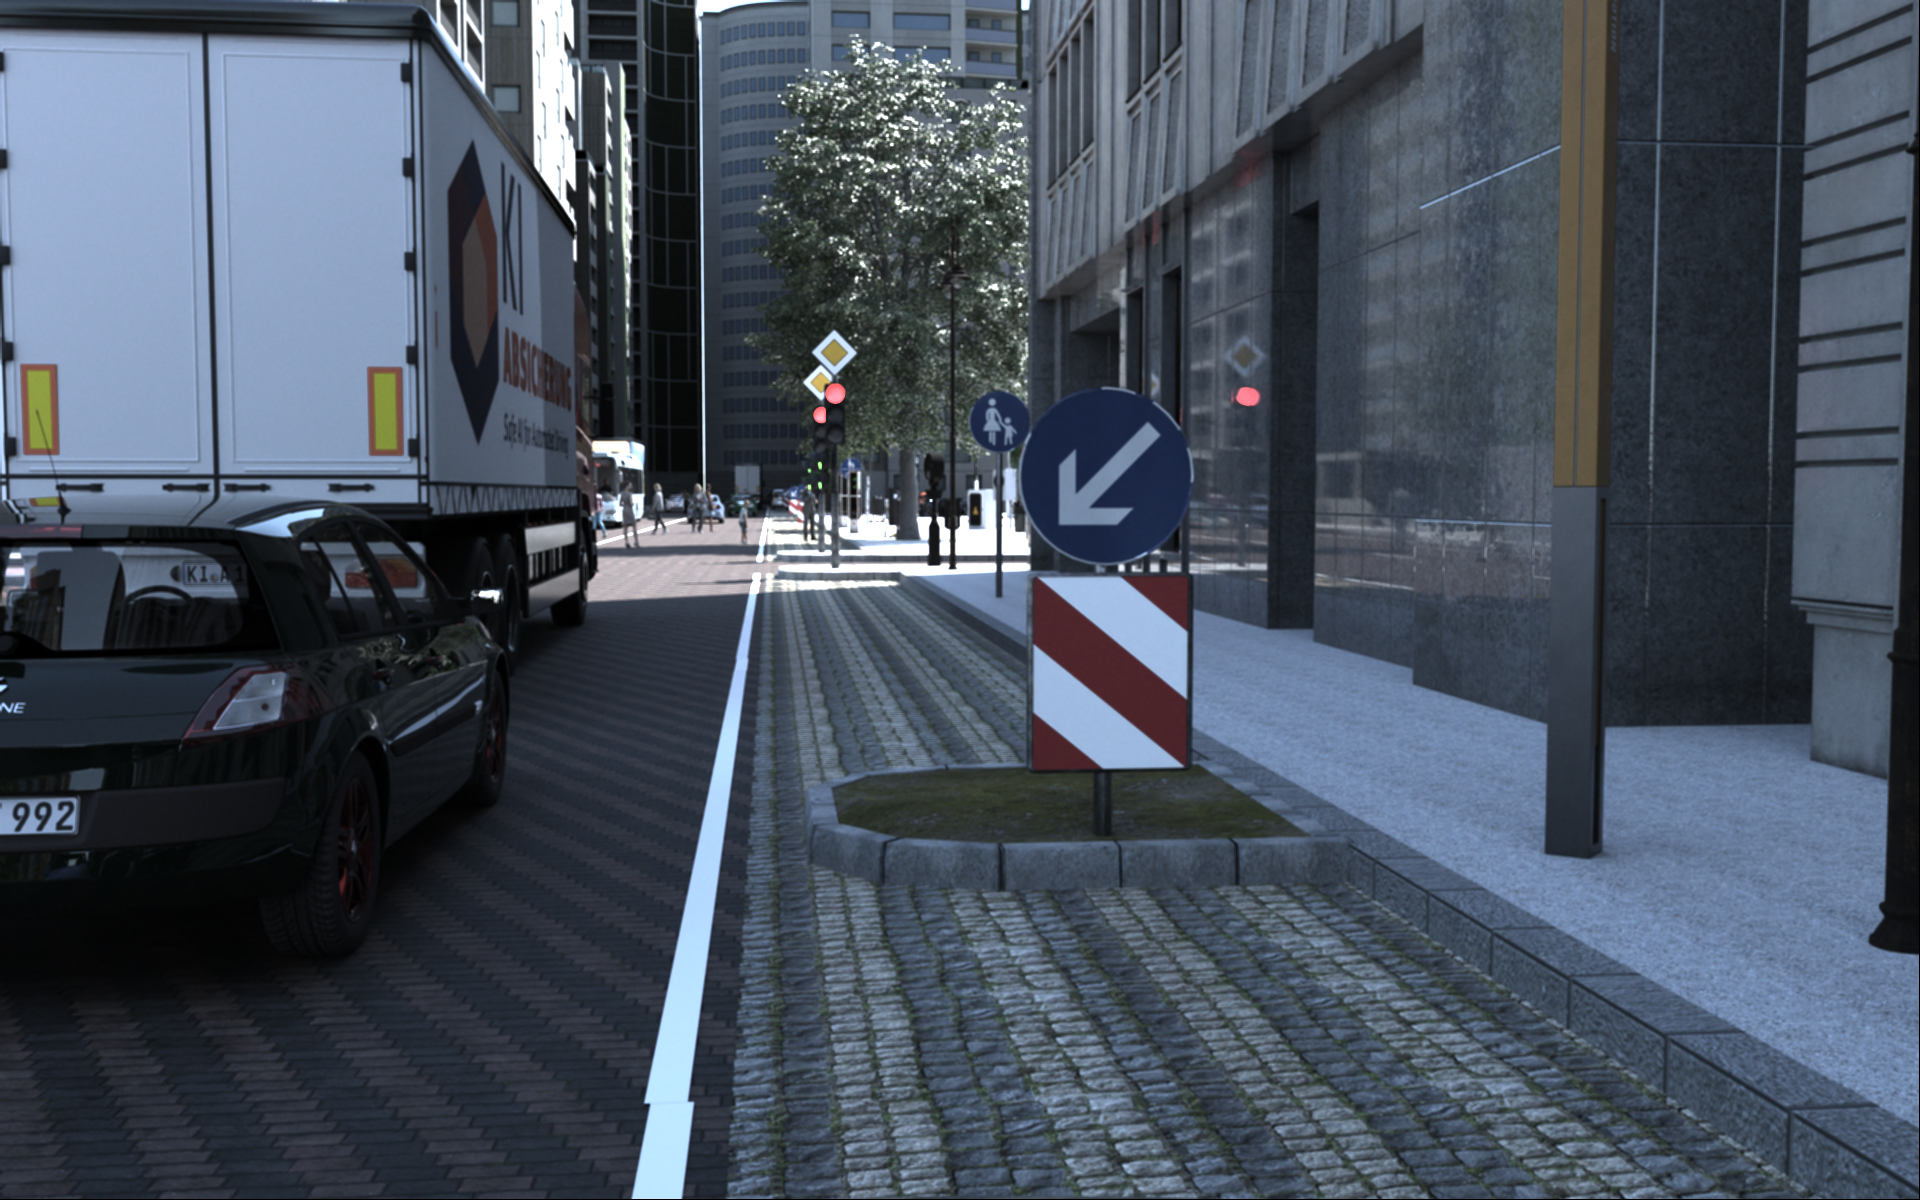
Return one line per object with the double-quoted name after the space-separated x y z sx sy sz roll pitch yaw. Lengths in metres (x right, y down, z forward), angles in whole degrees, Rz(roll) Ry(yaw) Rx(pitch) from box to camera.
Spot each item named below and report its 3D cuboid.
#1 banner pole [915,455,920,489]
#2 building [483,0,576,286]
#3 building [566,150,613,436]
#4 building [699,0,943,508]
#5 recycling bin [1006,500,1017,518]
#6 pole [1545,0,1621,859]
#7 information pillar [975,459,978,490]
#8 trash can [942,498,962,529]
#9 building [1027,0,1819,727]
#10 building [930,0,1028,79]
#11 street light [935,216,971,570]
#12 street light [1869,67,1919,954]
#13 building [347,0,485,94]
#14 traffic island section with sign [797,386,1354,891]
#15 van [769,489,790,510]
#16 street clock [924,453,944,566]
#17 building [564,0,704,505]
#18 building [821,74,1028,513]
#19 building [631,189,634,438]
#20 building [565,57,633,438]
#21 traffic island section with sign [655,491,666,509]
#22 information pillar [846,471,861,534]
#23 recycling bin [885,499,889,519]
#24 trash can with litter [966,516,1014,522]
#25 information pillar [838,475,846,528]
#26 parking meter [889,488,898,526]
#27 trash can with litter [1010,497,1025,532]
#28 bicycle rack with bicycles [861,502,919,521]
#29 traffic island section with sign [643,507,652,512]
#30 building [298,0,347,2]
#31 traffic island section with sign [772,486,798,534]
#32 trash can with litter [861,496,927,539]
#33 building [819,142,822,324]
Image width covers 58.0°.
-2.679 -6.563 97.328 0.863 3.779 0.401 -1 4 -12 "banner pole"
-41.952 -32.585 121.998 28.713 52.752 27.495 0 4 -6 "building"
-36.777 -22.808 144.604 14.160 30.474 14.107 0 4 -6 "building"
-16.380 -40.642 206.495 28.212 58.520 21.231 0 4 -6 "building"
2.868 -5.017 94.580 0.722 1.027 0.722 0 4 -2 "recycling bin"
2.193 -0.749 6.089 0.158 3.312 0.155 0 3 0 "pole"
1.009 -7.058 106.757 0.183 3.616 0.504 1 4 18 "information pillar"
-0.280 -3.145 63.077 0.748 1.137 0.748 0 3 0 "trash can"
8.180 -12.308 19.251 12.078 24.808 19.932 0 4 -6 "building"
11.731 -40.854 209.956 28.212 58.520 21.231 0 4 -6 "building"
-0.123 -3.448 29.166 0.468 5.910 1.993 0 4 -6 "street light"
2.680 -1.954 4.734 0.468 5.910 1.993 0 4 -6 "street light"
-35.810 -40.311 97.341 20.563 71.187 20.611 0 4 -6 "building"
0.357 0.089 7.178 1.989 1.847 2.006 0 4 -6 "traffic island section with sign"
-16.377 -9.228 157.886 2.013 2.044 4.112 0 4 -6 "van"
-0.459 -1.607 30.853 0.358 2.002 0.471 -1 4 -20 "street clock"
-41.018 -46.776 203.036 20.611 71.187 20.563 0 4 -6 "building"
-2.322 -21.521 123.572 14.160 30.474 14.107 0 4 -6 "building"
-40.783 -30.193 177.243 14.086 41.232 14.154 0 4 -6 "building"
-38.087 -29.033 158.287 14.154 41.232 14.086 0 4 -6 "building"
-28.758 -9.597 165.534 1.989 1.847 2.006 0 4 -6 "traffic island section with sign"
-3.409 -3.161 56.180 0.304 2.012 0.304 1 4 13 "information pillar"
-3.416 -4.751 90.232 0.722 1.027 0.722 3 5 43 "recycling bin"
1.087 -4.218 80.017 1.678 1.210 2.233 3 5 41 "trash can with litter"
-4.421 -3.733 65.523 0.304 2.012 0.304 -2 4 -28 "information pillar"
-2.721 -3.797 70.487 0.372 1.533 0.369 0 3 0 "parking meter"
2.248 -2.834 57.730 1.055 1.170 0.624 -1 4 -18 "trash can with litter"
-3.451 -4.265 83.108 2.852 0.926 2.925 -2 4 -35 "bicycle rack with bicycles"
-25.778 -7.928 138.251 1.989 1.847 2.006 0 4 -6 "traffic island section with sign"
-37.951 -22.981 67.628 32.217 40.220 23.993 0 4 -6 "building"
-5.695 -3.296 62.514 1.989 1.847 2.006 0 4 -6 "traffic island section with sign"
-1.690 -2.424 50.694 1.678 1.210 2.233 -2 4 -25 "trash can with litter"
-4.119 -22.376 137.541 14.160 30.474 14.107 0 4 -6 "building"
